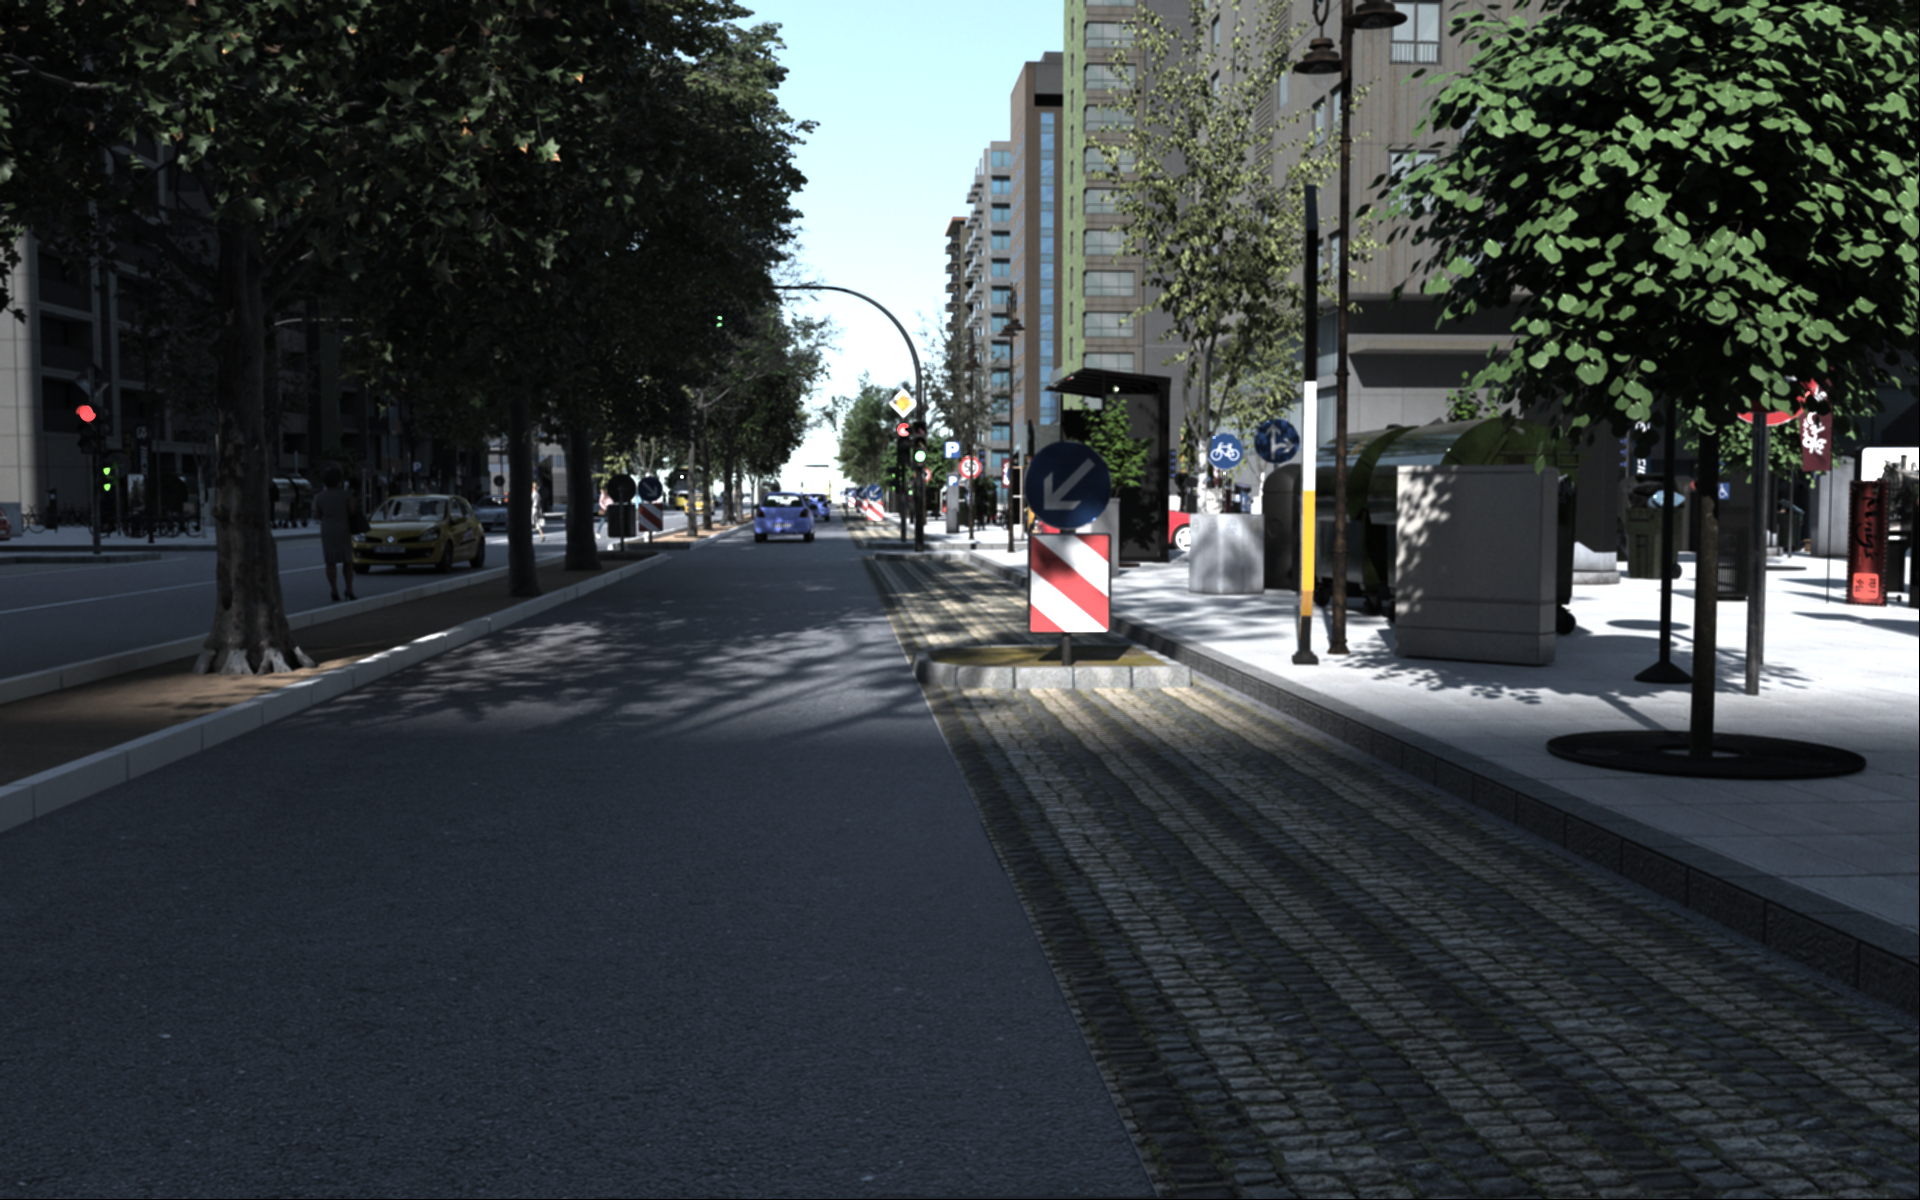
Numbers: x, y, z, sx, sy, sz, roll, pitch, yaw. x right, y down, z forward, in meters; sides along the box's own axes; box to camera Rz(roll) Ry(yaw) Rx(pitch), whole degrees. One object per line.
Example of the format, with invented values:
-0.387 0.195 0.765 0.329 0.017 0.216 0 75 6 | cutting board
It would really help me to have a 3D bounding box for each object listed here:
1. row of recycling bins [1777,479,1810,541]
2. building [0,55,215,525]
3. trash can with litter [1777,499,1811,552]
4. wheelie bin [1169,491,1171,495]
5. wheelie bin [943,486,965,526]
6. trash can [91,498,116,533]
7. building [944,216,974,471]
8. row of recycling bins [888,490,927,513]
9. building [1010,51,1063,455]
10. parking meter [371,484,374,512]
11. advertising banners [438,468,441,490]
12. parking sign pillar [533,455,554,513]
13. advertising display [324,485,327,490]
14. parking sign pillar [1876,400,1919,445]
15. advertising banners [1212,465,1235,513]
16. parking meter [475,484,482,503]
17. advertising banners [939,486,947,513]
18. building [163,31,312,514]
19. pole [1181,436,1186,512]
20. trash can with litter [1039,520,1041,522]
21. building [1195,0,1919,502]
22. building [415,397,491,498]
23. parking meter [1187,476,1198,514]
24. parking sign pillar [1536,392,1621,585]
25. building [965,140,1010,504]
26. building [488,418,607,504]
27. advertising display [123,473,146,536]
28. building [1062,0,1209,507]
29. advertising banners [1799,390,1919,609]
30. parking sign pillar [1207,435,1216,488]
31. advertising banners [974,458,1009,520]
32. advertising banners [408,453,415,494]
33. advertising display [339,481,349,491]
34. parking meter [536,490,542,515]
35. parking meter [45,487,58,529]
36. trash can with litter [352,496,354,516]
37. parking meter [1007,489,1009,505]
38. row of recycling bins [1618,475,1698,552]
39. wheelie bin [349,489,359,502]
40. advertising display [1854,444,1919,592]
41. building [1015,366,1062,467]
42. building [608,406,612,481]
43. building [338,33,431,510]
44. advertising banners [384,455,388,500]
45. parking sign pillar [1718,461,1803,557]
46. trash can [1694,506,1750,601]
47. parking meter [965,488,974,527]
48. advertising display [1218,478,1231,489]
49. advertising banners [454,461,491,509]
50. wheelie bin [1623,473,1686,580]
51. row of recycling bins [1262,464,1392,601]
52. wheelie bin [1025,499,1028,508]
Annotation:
21.660 -2.512 48.176 3.534 1.692 1.069 1 4 16 | row of recycling bins
-46.923 -39.200 79.177 20.563 71.187 20.611 0 4 -4 | building
18.755 -1.665 38.609 1.055 1.170 0.624 3 5 44 | trash can with litter
9.894 -4.676 84.367 0.693 1.594 0.980 1 4 22 | wheelie bin
-0.116 -3.820 70.371 0.980 1.594 0.693 -2 4 -29 | wheelie bin
-28.241 -2.783 57.163 0.748 1.137 0.748 0 3 0 | trash can
8.989 -37.480 267.414 22.147 44.769 28.867 0 4 -4 | building
-3.529 -6.657 115.953 1.069 1.692 3.534 -3 5 -44 | row of recycling bins
12.711 -32.239 177.225 14.600 45.320 14.200 0 4 -4 | building
-34.142 -5.783 100.268 0.399 1.863 0.255 3 5 43 | parking meter
-34.894 -7.273 115.095 0.090 3.025 2.074 -3 5 -40 | advertising banners
-28.548 -7.953 118.507 1.447 3.967 1.447 0 4 -3 | parking sign pillar
-35.230 -5.633 97.320 0.974 1.923 0.123 0 4 -5 | advertising display
26.941 -3.755 49.869 1.447 3.967 1.447 -1 4 -19 | parking sign pillar
8.120 -3.449 52.584 0.090 3.025 2.074 -1 4 -18 | advertising banners
-26.858 -5.562 96.652 0.255 1.863 0.399 0 4 4 | parking meter
-0.938 -7.338 116.172 2.074 3.025 0.090 1 4 11 | advertising banners
-47.034 -20.434 105.794 14.160 30.474 14.107 0 4 -4 | building
7.529 -3.945 58.337 0.158 3.312 0.155 0 3 0 | pole
3.264 -3.394 66.878 0.624 1.170 1.055 1 4 12 | trash can with litter
26.114 -29.816 76.727 27.495 52.752 28.713 0 4 -4 | building
-50.436 -23.383 154.008 14.160 30.474 14.107 0 4 -4 | building
7.701 -3.158 57.339 0.255 1.863 0.399 -1 4 -22 | parking meter
8.810 -2.234 25.004 1.447 3.967 1.447 -3 5 -41 | parking sign pillar
12.421 -37.721 236.347 23.786 49.044 30.456 0 4 -4 | building
-59.106 -41.972 228.241 21.231 58.520 28.212 0 4 -4 | building
-25.245 -2.923 53.003 0.123 1.923 0.974 0 4 5 | advertising display
14.565 -27.396 131.518 14.154 41.232 14.086 0 4 -4 | building
10.453 -1.446 19.836 0.090 3.025 2.074 -2 4 -28 | advertising banners
11.303 -5.516 78.651 1.447 3.967 1.447 1 4 16 | parking sign pillar
1.547 -5.415 84.715 2.074 3.025 0.090 -1 4 -9 | advertising banners
-23.609 -4.793 74.551 0.090 3.025 2.074 -1 4 -12 | advertising banners
-29.593 -4.784 83.436 0.123 1.923 0.974 0 4 -7 | advertising display
-25.256 -5.835 103.808 0.372 1.533 0.369 0 3 0 | parking meter
-33.127 -3.347 63.142 0.372 1.533 0.369 0 3 0 | parking meter
-31.222 -4.710 88.065 1.678 1.210 2.233 0 4 2 | trash can with litter
3.054 -6.018 104.097 0.399 1.863 0.255 1 4 8 | parking meter
15.774 -1.918 38.475 3.534 1.692 1.069 -3 4 -37 | row of recycling bins
-41.574 -6.772 118.632 0.693 1.594 0.980 2 4 23 | wheelie bin
12.147 -1.063 22.597 0.974 1.923 0.123 0 4 -4 | advertising display
17.670 -51.440 153.717 22.319 86.520 31.000 0 4 -4 | building
-57.865 -29.282 250.465 14.160 30.474 14.107 0 4 -4 | building
-53.431 -29.166 131.487 22.147 44.769 28.867 0 4 -4 | building
-23.777 -4.627 71.841 0.090 3.025 2.074 -1 4 -13 | advertising banners
16.410 -2.912 36.088 1.447 3.967 1.447 -1 4 -21 | parking sign pillar
9.246 -0.564 20.879 0.748 1.137 0.748 0 3 0 | trash can
0.377 -3.636 67.860 0.372 1.533 0.369 0 3 0 | parking meter
10.705 -3.964 70.031 0.123 1.923 0.974 2 4 34 | advertising display
-26.071 -5.899 92.629 2.074 3.025 0.090 -3 5 -40 | advertising banners
10.504 -1.119 26.200 0.693 1.594 0.980 -2 4 -33 | wheelie bin
4.983 -0.925 22.243 1.069 1.692 3.534 -1 4 -21 | row of recycling bins
2.517 -3.884 71.418 0.980 1.594 0.693 -3 5 -44 | wheelie bin
